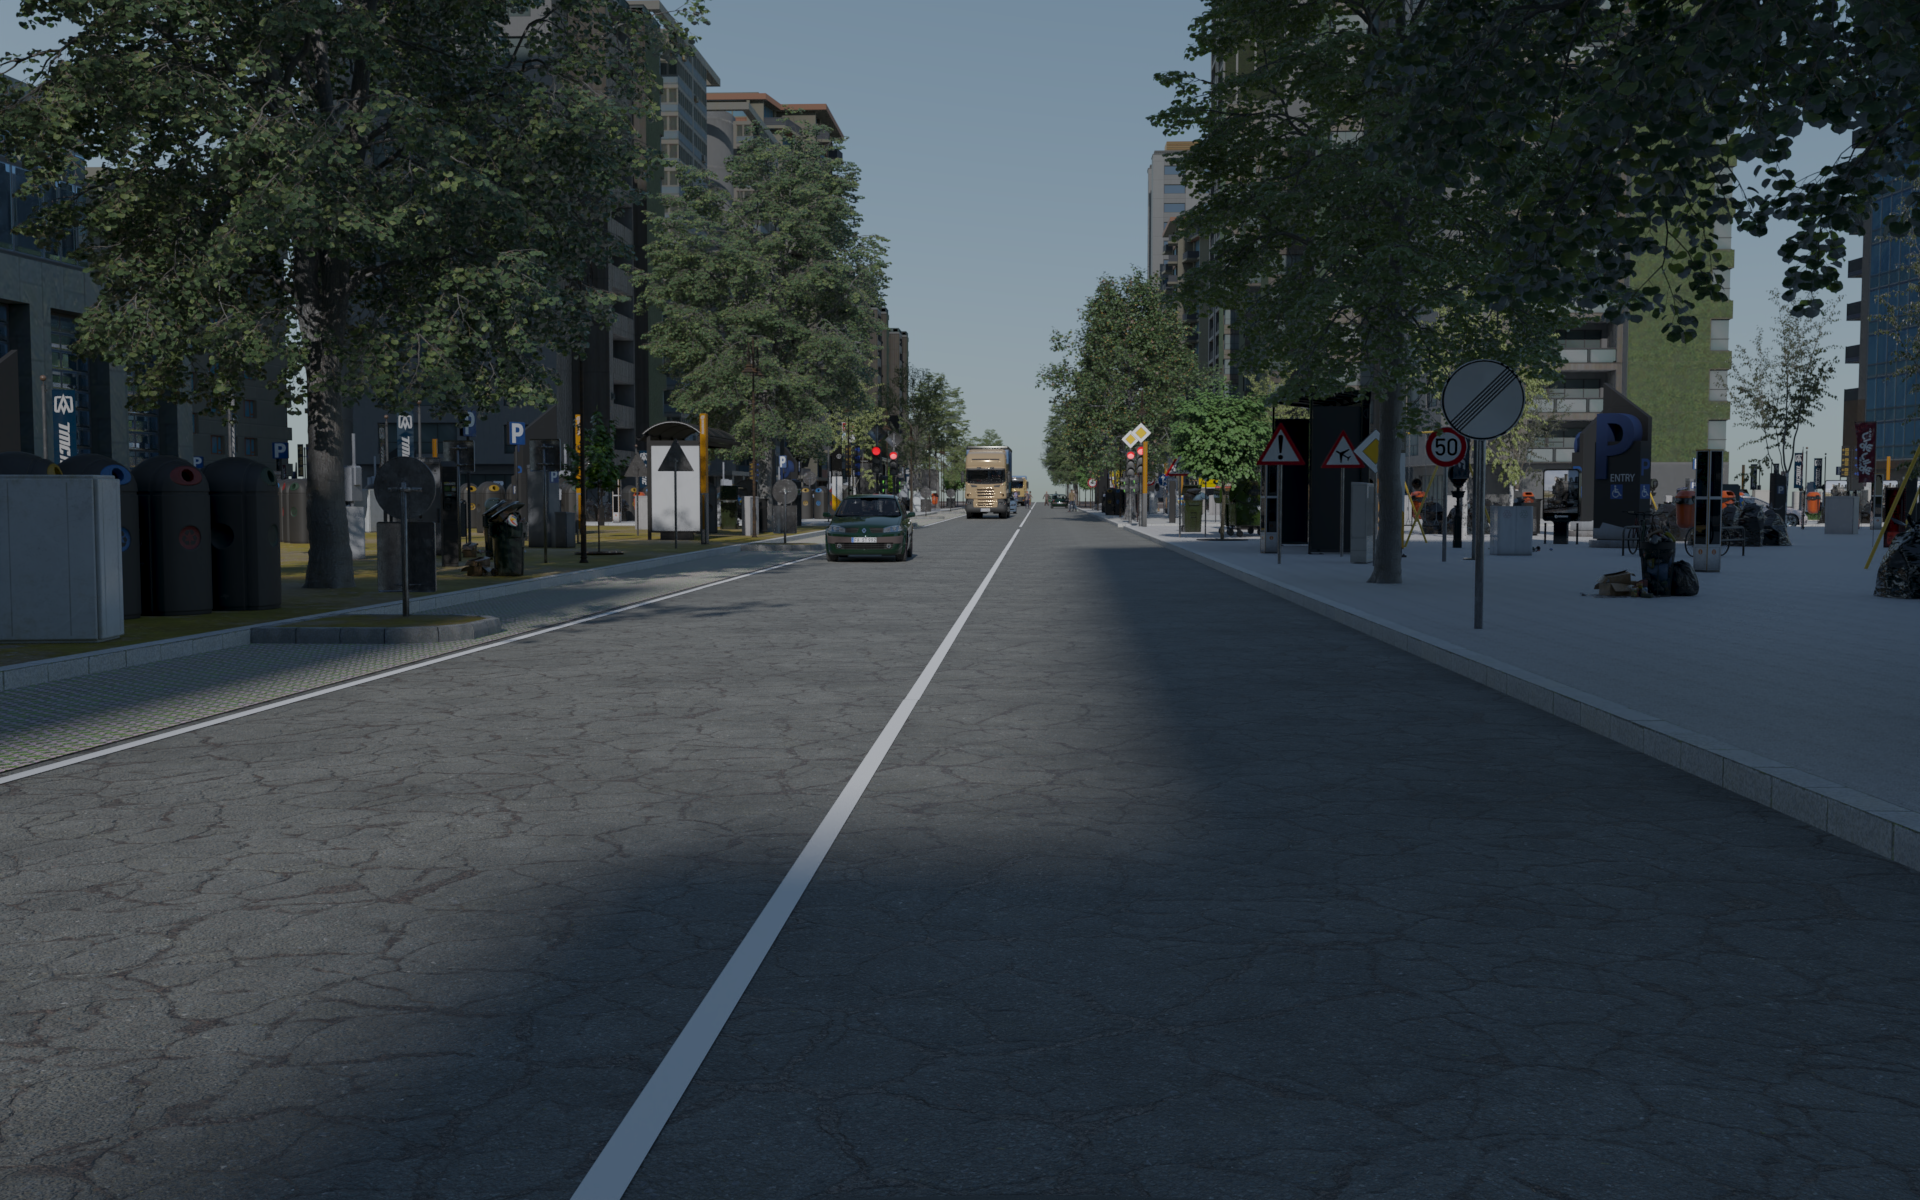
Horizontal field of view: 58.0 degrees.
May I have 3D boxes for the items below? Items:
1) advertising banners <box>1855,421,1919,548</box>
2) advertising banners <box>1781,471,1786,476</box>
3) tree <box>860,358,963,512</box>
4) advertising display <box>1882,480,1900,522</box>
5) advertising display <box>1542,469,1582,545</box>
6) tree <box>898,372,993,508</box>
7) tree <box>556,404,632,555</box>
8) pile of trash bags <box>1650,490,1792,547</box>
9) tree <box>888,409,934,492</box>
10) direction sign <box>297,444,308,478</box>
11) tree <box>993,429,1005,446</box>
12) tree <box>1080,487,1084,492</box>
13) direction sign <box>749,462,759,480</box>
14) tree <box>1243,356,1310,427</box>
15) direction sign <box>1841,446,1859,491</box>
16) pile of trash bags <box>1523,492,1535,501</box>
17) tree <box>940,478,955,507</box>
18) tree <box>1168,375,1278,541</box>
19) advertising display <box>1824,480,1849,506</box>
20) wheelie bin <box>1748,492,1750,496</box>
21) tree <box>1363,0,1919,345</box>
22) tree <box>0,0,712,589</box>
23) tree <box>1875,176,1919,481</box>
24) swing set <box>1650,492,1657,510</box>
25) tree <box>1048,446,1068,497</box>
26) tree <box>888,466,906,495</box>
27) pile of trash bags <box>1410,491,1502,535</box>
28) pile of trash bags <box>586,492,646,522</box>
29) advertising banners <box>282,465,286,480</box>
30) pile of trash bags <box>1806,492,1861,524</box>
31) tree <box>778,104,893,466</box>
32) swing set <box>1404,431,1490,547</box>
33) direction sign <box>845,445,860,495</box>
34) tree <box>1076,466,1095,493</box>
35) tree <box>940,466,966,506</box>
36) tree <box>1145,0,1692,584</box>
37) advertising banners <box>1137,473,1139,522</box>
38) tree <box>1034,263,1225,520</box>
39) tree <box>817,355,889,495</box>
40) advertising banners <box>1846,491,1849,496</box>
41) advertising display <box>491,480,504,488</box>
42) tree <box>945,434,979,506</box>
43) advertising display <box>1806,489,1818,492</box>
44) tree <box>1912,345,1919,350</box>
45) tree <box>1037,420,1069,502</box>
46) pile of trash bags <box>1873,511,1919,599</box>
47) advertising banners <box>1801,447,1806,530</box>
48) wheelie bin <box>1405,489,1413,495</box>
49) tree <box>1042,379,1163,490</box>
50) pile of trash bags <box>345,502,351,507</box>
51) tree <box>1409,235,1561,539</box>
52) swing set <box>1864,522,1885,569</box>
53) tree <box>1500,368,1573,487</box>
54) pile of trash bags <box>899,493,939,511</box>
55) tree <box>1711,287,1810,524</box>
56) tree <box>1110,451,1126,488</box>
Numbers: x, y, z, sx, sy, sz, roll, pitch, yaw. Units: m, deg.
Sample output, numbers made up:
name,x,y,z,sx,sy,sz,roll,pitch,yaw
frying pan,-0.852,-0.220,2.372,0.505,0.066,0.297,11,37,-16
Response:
name,x,y,z,sx,sy,sz,roll,pitch,yaw
advertising banners,22.315,-2.755,41.227,0.090,3.025,2.074,-3,5,-39
advertising banners,61.766,-8.265,131.322,2.074,3.025,0.090,-1,4,-13
tree,-3.575,-11.341,119.830,8.767,10.594,7.601,2,4,34
advertising display,42.256,-4.507,78.911,0.123,1.923,0.974,-3,4,-38
advertising display,15.385,-2.390,44.294,0.974,1.923,0.123,3,5,43
tree,-2.466,-14.896,161.682,7.486,12.596,7.792,0,3,0
tree,-7.593,-2.580,36.789,1.663,3.219,1.824,0,3,0
pile of trash bags,18.823,-2.017,42.729,3.447,1.369,1.912,-2,4,-32
tree,-3.527,-11.388,136.558,4.360,8.622,3.978,0,3,0
direction sign,-29.584,-5.276,78.266,0.876,3.537,0.379,2,4,27
tree,5.221,-23.411,300.890,7.486,12.596,7.792,0,3,0
tree,13.875,-13.892,177.499,4.360,8.622,3.978,0,3,0
direction sign,-14.376,-7.923,121.543,0.876,3.537,0.379,-2,4,-30
tree,16.459,-8.534,89.894,4.737,8.622,4.395,0,3,0
direction sign,41.718,-5.450,81.097,0.876,3.537,0.379,2,4,30
pile of trash bags,23.517,-4.060,76.129,3.447,1.369,1.912,0,3,0
tree,-1.121,-11.161,177.081,1.663,3.219,1.824,0,3,0
tree,7.234,-3.925,47.884,4.285,4.588,4.351,0,3,0
advertising display,40.046,-4.523,79.158,0.974,1.923,0.123,3,5,44
wheelie bin,49.464,-6.210,109.433,0.693,1.594,0.980,-2,4,-26
tree,6.125,-6.279,9.319,9.857,13.997,8.962,0,3,0
tree,-8.563,-7.143,23.437,9.857,13.997,8.962,0,3,0
tree,21.606,-5.319,37.332,4.360,8.622,3.978,0,3,0
swing set,24.047,-4.051,63.851,2.862,2.851,3.119,0,4,-6
tree,18.621,-22.779,298.190,9.928,11.665,9.643,0,3,0
tree,-4.387,-6.882,107.115,1.663,3.219,1.824,0,3,0
pile of trash bags,15.656,-2.832,56.062,1.912,1.369,3.447,-1,4,-20
pile of trash bags,-15.941,-4.309,80.206,3.447,1.369,1.912,2,4,28
advertising banners,-40.115,-6.570,103.610,0.090,3.025,2.074,0,4,0
pile of trash bags,38.130,-4.002,75.181,3.447,1.369,1.912,-1,4,-21
tree,-6.659,-9.281,58.398,9.857,13.997,8.962,0,3,0
swing set,11.533,-2.801,43.410,2.862,2.851,3.119,-1,4,-22
direction sign,-4.959,-5.389,80.105,0.876,3.537,0.379,-3,5,-41
tree,11.996,-10.634,157.585,4.285,4.588,4.351,0,3,0
tree,-0.567,-12.106,181.639,4.285,4.588,4.351,0,3,0
tree,6.362,-6.537,25.008,7.486,12.596,7.792,0,3,0
advertising banners,8.161,-5.094,79.478,0.090,3.025,2.074,0,4,6
tree,8.534,-10.363,86.444,9.611,12.733,9.660,0,3,0
tree,-5.373,-8.341,86.742,4.737,8.622,4.395,0,3,0
advertising banners,32.788,-4.102,63.257,2.074,3.025,0.090,-3,5,-45
advertising display,-21.608,-4.632,80.948,0.123,1.923,0.974,1,4,17
tree,-0.032,-14.455,186.698,4.737,8.622,4.395,0,3,0
advertising display,71.904,-8.632,146.340,0.974,1.923,0.123,2,4,35
tree,31.879,-8.077,50.194,7.486,12.596,7.792,0,3,0
tree,17.705,-22.843,283.852,12.009,13.543,11.850,0,3,0
pile of trash bags,13.182,-0.691,21.049,3.447,1.369,1.912,0,4,0
advertising banners,30.850,-4.109,63.372,0.090,3.025,2.074,2,4,23
wheelie bin,27.602,-6.040,106.662,0.693,1.594,0.980,2,4,35
tree,10.710,-11.399,120.793,7.601,10.594,8.767,2,4,24
pile of trash bags,-23.198,-3.177,61.696,3.447,1.369,1.912,-2,4,-33
tree,14.425,-6.030,48.955,4.737,8.622,4.395,0,3,0
swing set,17.488,-1.915,28.925,3.119,2.851,2.862,-1,4,-23
tree,27.310,-8.194,84.333,4.360,8.622,3.978,0,3,0
pile of trash bags,-3.416,-7.884,138.649,3.447,1.369,1.912,0,4,3
tree,28.408,-6.685,59.667,4.360,8.622,3.978,0,3,0
tree,11.543,-10.881,128.271,4.737,8.622,4.395,0,3,0
